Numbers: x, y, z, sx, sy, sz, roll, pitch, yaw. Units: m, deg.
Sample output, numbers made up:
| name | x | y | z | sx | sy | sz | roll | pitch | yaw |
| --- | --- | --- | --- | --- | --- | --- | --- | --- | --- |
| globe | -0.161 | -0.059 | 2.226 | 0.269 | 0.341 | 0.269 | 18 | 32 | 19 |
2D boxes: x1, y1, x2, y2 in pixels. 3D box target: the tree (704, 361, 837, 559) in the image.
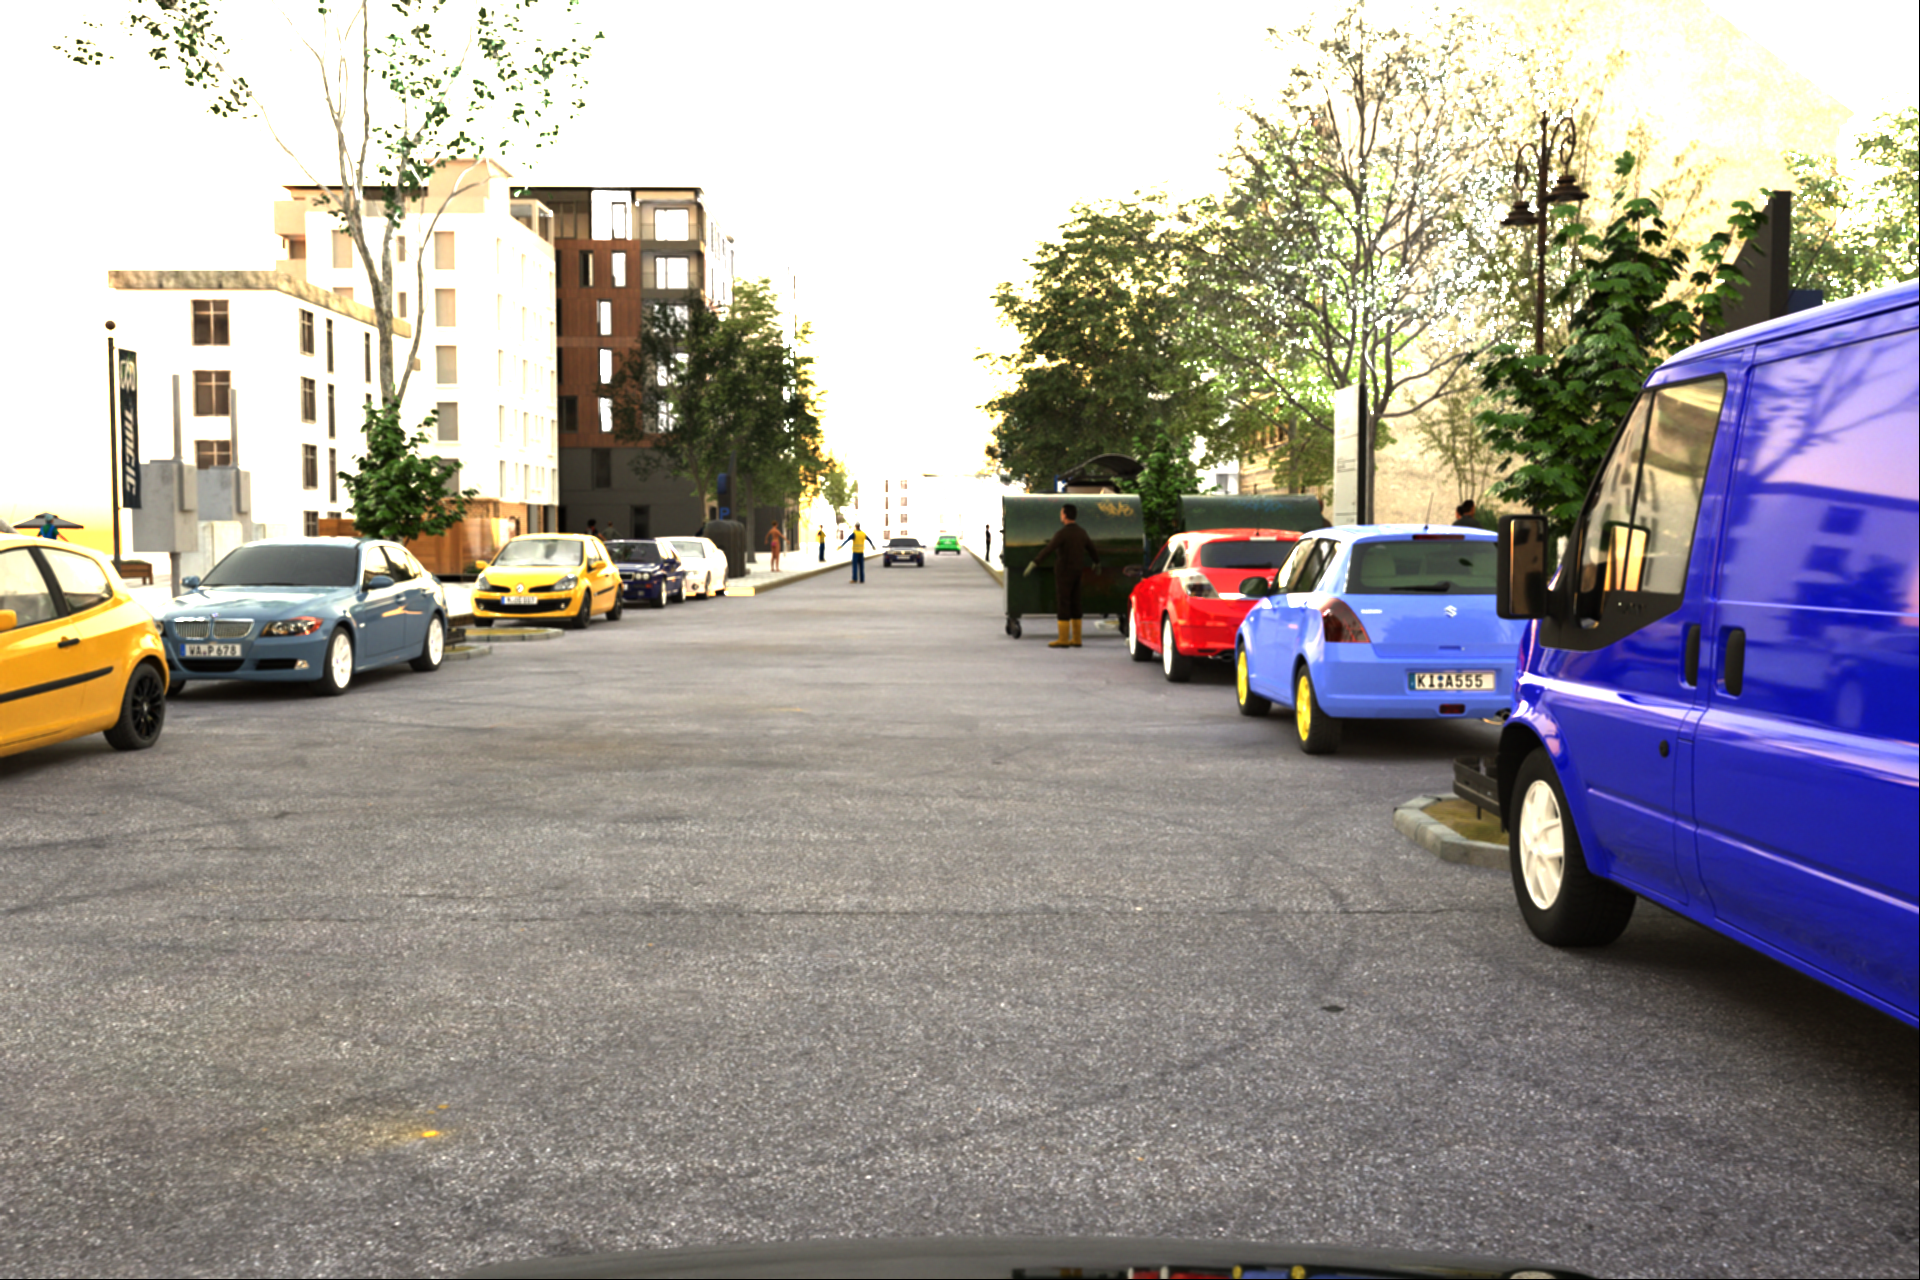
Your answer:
| name | x | y | z | sx | sy | sz | roll | pitch | yaw |
| --- | --- | --- | --- | --- | --- | --- | --- | --- | --- |
| tree | -9.780 | -9.403 | 88.155 | 7.601 | 10.594 | 8.767 | -2 | 4 | -35 |

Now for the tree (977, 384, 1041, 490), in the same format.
| name | x | y | z | sx | sy | sz | roll | pitch | yaw |
| --- | --- | --- | --- | --- | --- | --- | --- | --- | --- |
| tree | 6.030 | -13.169 | 125.679 | 12.009 | 13.543 | 11.850 | 0 | 3 | 0 |

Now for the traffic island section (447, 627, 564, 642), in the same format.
| name | x | y | z | sx | sy | sz | roll | pitch | yaw |
| --- | --- | --- | --- | --- | --- | --- | --- | --- | --- |
| traffic island section | -6.590 | -0.069 | 24.000 | 1.991 | 0.108 | 1.994 | 0 | 3 | 0 |

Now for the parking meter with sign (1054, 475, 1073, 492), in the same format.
| name | x | y | z | sx | sy | sz | roll | pitch | yaw |
| --- | --- | --- | --- | --- | --- | --- | --- | --- | --- |
| parking meter with sign | 3.094 | -3.321 | 50.554 | 0.543 | 3.016 | 1.738 | 0 | 4 | -2 |

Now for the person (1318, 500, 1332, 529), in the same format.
| name | x | y | z | sx | sy | sz | roll | pitch | yaw |
| --- | --- | --- | --- | --- | --- | --- | --- | --- | --- |
| person | 5.426 | -1.243 | 26.502 | 1.348 | 1.807 | 0.705 | -3 | 4 | -37 |

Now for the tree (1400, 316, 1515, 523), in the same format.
| name | x | y | z | sx | sy | sz | roll | pitch | yaw |
| --- | --- | --- | --- | --- | --- | --- | --- | --- | --- |
| tree | 16.681 | -6.505 | 56.725 | 4.360 | 8.622 | 3.978 | 0 | 3 | 0 |

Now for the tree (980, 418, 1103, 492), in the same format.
| name | x | y | z | sx | sy | sz | roll | pitch | yaw |
| --- | --- | --- | --- | --- | --- | --- | --- | --- | --- |
| tree | 4.963 | -10.020 | 98.246 | 8.767 | 10.594 | 7.601 | 1 | 4 | 17 |

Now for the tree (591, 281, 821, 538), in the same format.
| name | x | y | z | sx | sy | sz | roll | pitch | yaw |
| --- | --- | --- | --- | --- | --- | --- | --- | --- | --- |
| tree | -9.286 | -7.881 | 63.260 | 8.767 | 10.594 | 7.601 | 0 | 4 | -7 |

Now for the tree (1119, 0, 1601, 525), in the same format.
| name | x | y | z | sx | sy | sz | roll | pitch | yaw |
| --- | --- | --- | --- | --- | --- | --- | --- | --- | --- |
| tree | 8.553 | -7.704 | 36.325 | 12.009 | 13.543 | 11.850 | 0 | 3 | 0 |

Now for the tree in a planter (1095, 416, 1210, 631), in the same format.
| name | x | y | z | sx | sy | sz | roll | pitch | yaw |
| --- | --- | --- | --- | --- | --- | --- | --- | --- | --- |
| tree in a planter | 3.079 | -1.783 | 26.371 | 1.991 | 3.239 | 1.994 | 0 | 4 | 1 |

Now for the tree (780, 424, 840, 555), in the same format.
| name | x | y | z | sx | sy | sz | roll | pitch | yaw |
| --- | --- | --- | --- | --- | --- | --- | --- | --- | --- |
| tree | -9.513 | -9.625 | 107.734 | 4.737 | 8.622 | 4.395 | 0 | 3 | 0 |

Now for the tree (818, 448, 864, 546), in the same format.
| name | x | y | z | sx | sy | sz | roll | pitch | yaw |
| --- | --- | --- | --- | --- | --- | --- | --- | --- | --- |
| tree | -10.137 | -11.931 | 145.431 | 4.737 | 8.622 | 4.395 | 0 | 3 | 0 |

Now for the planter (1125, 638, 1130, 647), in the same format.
| name | x | y | z | sx | sy | sz | roll | pitch | yaw |
| --- | --- | --- | --- | --- | --- | --- | --- | --- | --- |
| planter | 3.130 | -0.055 | 22.044 | 1.991 | 0.319 | 1.994 | 0 | 4 | -1 |

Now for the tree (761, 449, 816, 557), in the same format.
| name | x | y | z | sx | sy | sz | roll | pitch | yaw |
| --- | --- | --- | --- | --- | --- | --- | --- | --- | --- |
| tree | -9.777 | -8.948 | 96.655 | 4.360 | 8.622 | 3.978 | 0 | 3 | 0 |

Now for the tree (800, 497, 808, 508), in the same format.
| name | x | y | z | sx | sy | sz | roll | pitch | yaw |
| --- | --- | --- | --- | --- | --- | --- | --- | --- | --- |
| tree | -22.082 | -17.263 | 232.610 | 4.360 | 8.622 | 3.978 | 0 | 3 | 0 |

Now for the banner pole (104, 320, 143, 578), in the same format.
| name | x | y | z | sx | sy | sz | roll | pitch | yaw |
| --- | --- | --- | --- | --- | --- | --- | --- | --- | --- |
| banner pole | -9.915 | -1.868 | 20.552 | 0.401 | 3.779 | 0.863 | 0 | 4 | 0 |

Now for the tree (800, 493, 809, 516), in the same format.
| name | x | y | z | sx | sy | sz | roll | pitch | yaw |
| --- | --- | --- | --- | --- | --- | --- | --- | --- | --- |
| tree | -22.427 | -17.576 | 237.733 | 4.737 | 8.622 | 4.395 | 0 | 3 | 0 |

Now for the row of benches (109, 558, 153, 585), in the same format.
| name | x | y | z | sx | sy | sz | roll | pitch | yaw |
| --- | --- | --- | --- | --- | --- | --- | --- | --- | --- |
| row of benches | -21.968 | -1.663 | 42.660 | 4.104 | 0.672 | 1.422 | -3 | 5 | -41 |

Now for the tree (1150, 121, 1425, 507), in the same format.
| name | x | y | z | sx | sy | sz | roll | pitch | yaw |
| --- | --- | --- | --- | --- | --- | --- | --- | --- | --- |
| tree | 9.256 | -7.982 | 48.631 | 7.486 | 12.596 | 7.792 | 0 | 3 | 0 |

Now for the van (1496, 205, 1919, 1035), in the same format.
| name | x | y | z | sx | sy | sz | roll | pitch | yaw |
| --- | --- | --- | --- | --- | --- | --- | --- | --- | --- |
| van | 2.959 | 0.006 | 4.294 | 2.240 | 2.365 | 5.245 | 0 | 4 | -1 |

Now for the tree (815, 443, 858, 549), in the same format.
| name | x | y | z | sx | sy | sz | roll | pitch | yaw |
| --- | --- | --- | --- | --- | --- | --- | --- | --- | --- |
| tree | -9.941 | -11.597 | 139.973 | 4.737 | 8.622 | 4.395 | 0 | 3 | 0 |

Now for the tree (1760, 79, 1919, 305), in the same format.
| name | x | y | z | sx | sy | sz | roll | pitch | yaw |
| --- | --- | --- | --- | --- | --- | --- | --- | --- | --- |
| tree | 26.434 | -8.677 | 48.532 | 9.857 | 13.997 | 8.962 | 0 | 3 | 0 |

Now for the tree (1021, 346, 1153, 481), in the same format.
| name | x | y | z | sx | sy | sz | roll | pitch | yaw |
| --- | --- | --- | --- | --- | --- | --- | --- | --- | --- |
| tree | 6.209 | -8.798 | 78.264 | 7.601 | 10.594 | 8.767 | -2 | 4 | -34 |

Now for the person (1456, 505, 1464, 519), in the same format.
| name | x | y | z | sx | sy | sz | roll | pitch | yaw |
| --- | --- | --- | --- | --- | --- | --- | --- | --- | --- |
| person | 9.279 | -1.591 | 32.166 | 1.344 | 1.810 | 0.704 | -2 | 4 | -27 |

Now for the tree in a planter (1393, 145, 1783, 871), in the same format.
| name | x | y | z | sx | sy | sz | roll | pitch | yaw |
| --- | --- | --- | --- | --- | --- | --- | --- | --- | --- |
| tree in a planter | 3.112 | -0.659 | 8.004 | 1.991 | 3.239 | 1.994 | 0 | 3 | 0 |

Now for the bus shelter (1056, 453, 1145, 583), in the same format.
| name | x | y | z | sx | sy | sz | roll | pitch | yaw |
| --- | --- | --- | --- | --- | --- | --- | --- | --- | --- |
| bus shelter | 3.767 | -3.195 | 46.169 | 2.014 | 3.302 | 5.546 | 0 | 4 | -1 |

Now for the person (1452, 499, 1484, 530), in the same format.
| name | x | y | z | sx | sy | sz | roll | pitch | yaw |
| --- | --- | --- | --- | --- | --- | --- | --- | --- | --- |
| person | 7.952 | -1.284 | 27.058 | 0.705 | 1.821 | 1.348 | -2 | 4 | -31 |

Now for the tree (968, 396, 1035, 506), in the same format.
| name | x | y | z | sx | sy | sz | roll | pitch | yaw |
| --- | --- | --- | --- | --- | --- | --- | --- | --- | --- |
| tree | 5.801 | -14.329 | 144.648 | 12.009 | 13.543 | 11.850 | 0 | 3 | 0 |

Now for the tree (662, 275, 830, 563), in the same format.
| name | x | y | z | sx | sy | sz | roll | pitch | yaw |
| --- | --- | --- | --- | --- | --- | --- | --- | --- | --- |
| tree | -9.316 | -9.647 | 75.850 | 7.486 | 12.596 | 7.792 | 0 | 3 | 0 |

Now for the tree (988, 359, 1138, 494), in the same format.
| name | x | y | z | sx | sy | sz | roll | pitch | yaw |
| --- | --- | --- | --- | --- | --- | --- | --- | --- | --- |
| tree | 5.689 | -9.473 | 89.292 | 8.767 | 10.594 | 7.601 | 0 | 4 | 1 |

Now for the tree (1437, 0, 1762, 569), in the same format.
| name | x | y | z | sx | sy | sz | roll | pitch | yaw |
| --- | --- | --- | --- | --- | --- | --- | --- | --- | --- |
| tree | 8.593 | -4.544 | 24.657 | 4.360 | 8.622 | 3.978 | 0 | 3 | 0 |

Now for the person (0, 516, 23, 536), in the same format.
| name | x | y | z | sx | sy | sz | roll | pitch | yaw |
| --- | --- | --- | --- | --- | --- | --- | --- | --- | --- |
| person | -9.054 | -0.582 | 15.983 | 1.216 | 1.778 | 0.721 | -3 | 5 | -44 |

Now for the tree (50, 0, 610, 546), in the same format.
| name | x | y | z | sx | sy | sz | roll | pitch | yaw |
| --- | --- | --- | --- | --- | --- | --- | --- | --- | --- |
| tree | -13.096 | -10.992 | 35.616 | 12.611 | 20.169 | 13.585 | 0 | 3 | 0 |

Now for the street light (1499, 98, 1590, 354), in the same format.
| name | x | y | z | sx | sy | sz | roll | pitch | yaw |
| --- | --- | --- | --- | --- | --- | --- | --- | --- | --- |
| street light | 6.356 | -2.827 | 19.007 | 0.468 | 5.910 | 1.993 | 0 | 4 | 0 |

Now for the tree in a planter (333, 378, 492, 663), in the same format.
| name | x | y | z | sx | sy | sz | roll | pitch | yaw |
| --- | --- | --- | --- | --- | --- | --- | --- | --- | --- |
| tree in a planter | -6.588 | -1.400 | 20.107 | 1.991 | 3.239 | 1.994 | 0 | 4 | 1 |

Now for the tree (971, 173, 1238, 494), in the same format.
| name | x | y | z | sx | sy | sz | roll | pitch | yaw |
| --- | --- | --- | --- | --- | --- | --- | --- | --- | --- |
| tree | 5.251 | -9.490 | 61.811 | 9.857 | 13.997 | 8.962 | 0 | 3 | 0 |
